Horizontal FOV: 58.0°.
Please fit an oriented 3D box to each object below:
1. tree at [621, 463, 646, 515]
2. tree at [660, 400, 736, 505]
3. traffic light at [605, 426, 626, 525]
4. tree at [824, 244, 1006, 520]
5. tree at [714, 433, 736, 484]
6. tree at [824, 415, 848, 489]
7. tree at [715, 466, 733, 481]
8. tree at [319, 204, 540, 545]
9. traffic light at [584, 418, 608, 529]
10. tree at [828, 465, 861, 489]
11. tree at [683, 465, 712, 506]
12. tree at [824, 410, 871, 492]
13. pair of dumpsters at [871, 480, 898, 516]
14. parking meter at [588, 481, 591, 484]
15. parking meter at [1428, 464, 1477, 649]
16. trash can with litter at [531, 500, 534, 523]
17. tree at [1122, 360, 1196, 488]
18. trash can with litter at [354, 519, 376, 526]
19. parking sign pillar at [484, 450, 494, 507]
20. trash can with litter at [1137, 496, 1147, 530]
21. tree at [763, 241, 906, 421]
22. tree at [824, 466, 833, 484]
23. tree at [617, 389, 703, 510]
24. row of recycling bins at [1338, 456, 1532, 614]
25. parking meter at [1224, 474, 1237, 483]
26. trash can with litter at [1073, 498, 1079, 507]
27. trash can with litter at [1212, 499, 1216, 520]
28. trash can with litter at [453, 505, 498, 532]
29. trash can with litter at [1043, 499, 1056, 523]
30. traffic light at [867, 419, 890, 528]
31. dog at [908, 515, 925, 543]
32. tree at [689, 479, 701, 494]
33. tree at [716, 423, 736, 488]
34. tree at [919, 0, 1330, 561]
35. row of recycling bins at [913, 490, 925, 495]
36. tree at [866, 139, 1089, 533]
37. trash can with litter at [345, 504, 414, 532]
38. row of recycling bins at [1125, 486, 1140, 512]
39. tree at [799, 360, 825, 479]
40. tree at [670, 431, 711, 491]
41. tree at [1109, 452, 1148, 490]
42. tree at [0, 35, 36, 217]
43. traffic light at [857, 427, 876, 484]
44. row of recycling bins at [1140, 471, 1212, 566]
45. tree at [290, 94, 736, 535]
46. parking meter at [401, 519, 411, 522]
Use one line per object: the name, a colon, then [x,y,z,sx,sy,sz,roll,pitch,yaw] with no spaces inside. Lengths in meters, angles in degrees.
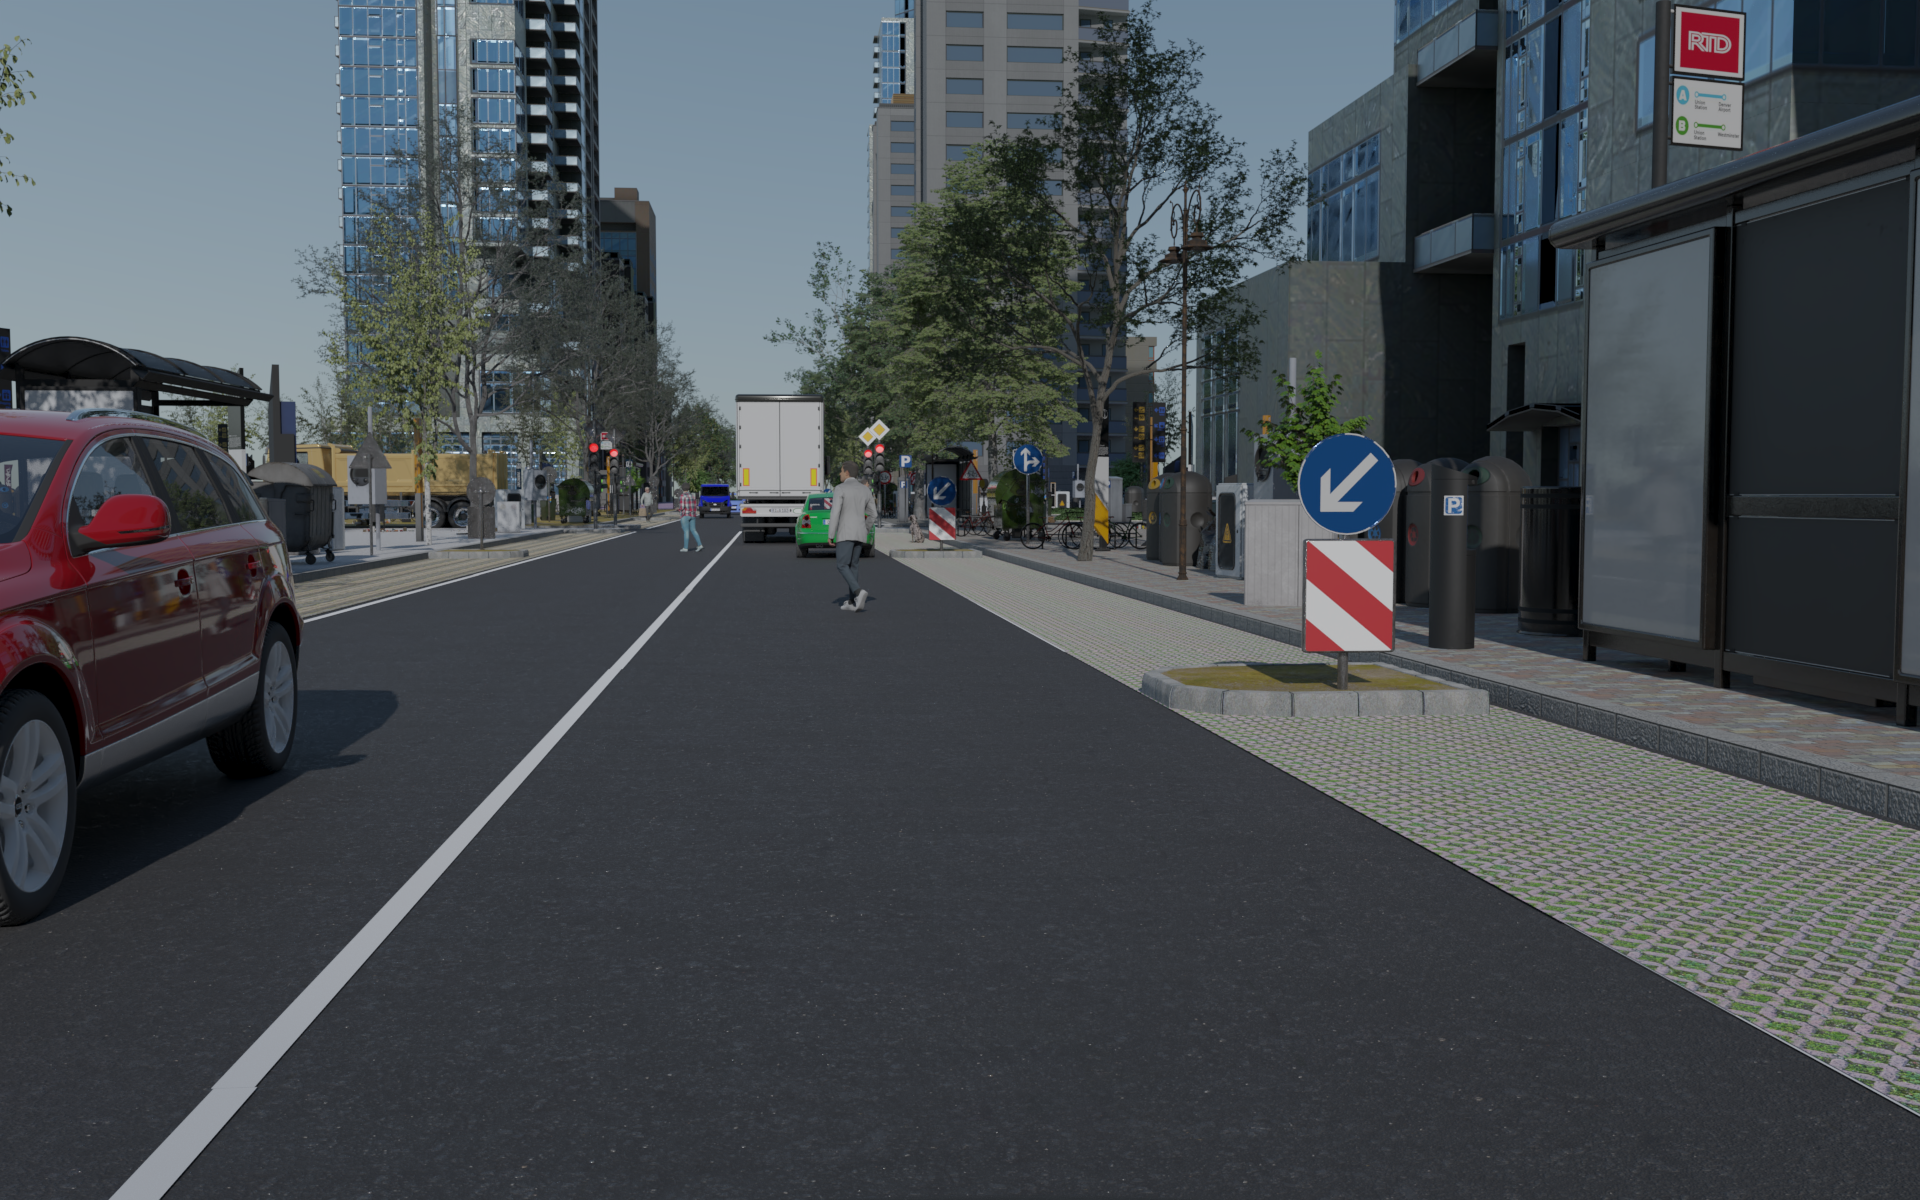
tree: [-20.499,-6.929,107.898,1.663,3.219,1.824,0,3,0]
tree: [-31.627,-17.815,208.289,9.611,12.733,9.660,0,3,0]
traffic light: [-14.297,-5.071,71.835,0.839,4.253,0.868,0,4,-6]
tree: [-2.076,-10.981,86.188,9.857,13.997,8.962,0,3,0]
tree: [-40.700,-22.323,290.727,9.928,11.665,9.643,0,3,0]
tree: [-15.833,-17.147,206.107,9.928,11.665,9.643,0,3,0]
tree: [-37.492,-19.908,259.904,7.601,10.594,8.767,2,4,28]
tree: [-13.573,-5.680,43.238,4.737,8.622,4.395,0,3,0]
traffic light: [-13.449,-4.586,63.895,0.839,4.253,0.868,0,4,-6]
tree: [-11.278,-11.392,169.978,4.285,4.588,4.351,0,3,0]
tree: [-29.325,-12.852,193.840,4.285,4.588,4.351,0,3,0]
tree: [-8.733,-11.638,140.650,4.737,8.622,4.395,0,3,0]
pair of dumpsters: [-4.340,-6.030,101.088,1.574,2.255,4.437,0,4,-6]
parking meter: [-17.019,-4.470,78.803,0.399,1.863,0.255,1,4,13]
parking meter: [4.107,-0.368,14.431,0.372,1.533,0.369,0,3,0]
trash can with litter: [-19.214,-4.006,76.878,0.624,1.170,1.055,-3,4,-37]
tree: [10.949,-8.839,94.880,4.360,8.622,3.978,0,3,0]
trash can with litter: [-24.069,-3.606,70.352,0.624,1.170,1.055,1,4,21]
parking sign pillar: [-29.125,-7.292,107.701,1.447,3.967,1.447,0,4,7]
trash can with litter: [7.337,-3.202,63.404,2.233,1.210,1.678,0,4,0]
tree: [-8.050,-16.828,131.021,12.611,20.169,13.585,0,3,0]
tree: [-24.131,-22.777,290.526,7.486,12.596,7.792,0,3,0]
tree: [-24.733,-12.748,142.849,7.601,10.594,8.767,-1,4,-9]
row of recycling bins: [5.352,-0.800,20.196,1.069,1.692,3.534,-1,4,-21]
parking meter: [7.914,-2.759,50.826,0.399,1.863,0.255,0,4,5]
trash can with litter: [7.470,-6.491,117.183,2.233,1.210,1.678,-1,4,-10]
trash can with litter: [5.357,-1.495,35.831,0.624,1.170,1.055,1,4,11]
trash can with litter: [-16.315,-2.955,59.378,1.678,1.210,2.233,-3,5,-43]
trash can with litter: [3.719,-3.968,76.264,0.624,1.170,1.055,3,5,43]
traffic light: [-3.048,-4.654,65.018,0.839,4.253,0.868,0,4,-6]
dog: [-1.286,-2.056,50.444,0.513,0.831,0.800,0,4,3]
tree: [-28.676,-11.695,185.809,1.663,3.219,1.824,0,3,0]
tree: [-41.240,-24.379,305.258,9.857,13.997,8.962,0,3,0]
tree: [2.641,-6.010,32.677,7.601,10.594,8.767,3,5,42]
row of recycling bins: [-2.356,-8.618,148.010,3.534,1.692,1.069,0,4,-1]
tree: [0.705,-8.436,56.062,7.486,12.596,7.792,0,3,0]
trash can with litter: [-19.406,-2.926,58.899,1.678,1.210,2.233,3,4,37]
row of recycling bins: [8.948,-5.001,88.878,1.069,1.692,3.534,0,4,6]
tree: [-9.847,-15.148,154.317,9.857,13.997,8.962,0,3,0]
tree: [-28.184,-14.046,180.007,4.737,8.622,4.395,0,3,0]
tree: [13.101,-9.190,133.973,4.285,4.588,4.351,0,3,0]
tree: [-11.317,-4.087,17.182,4.737,8.622,4.395,0,3,0]
traffic light: [-3.896,-5.140,72.958,0.839,4.253,0.868,0,4,-6]
row of recycling bins: [4.117,-1.545,32.378,1.069,1.692,3.534,0,4,0]
tree: [-15.433,-8.804,54.314,12.009,13.543,11.850,0,3,0]
parking meter: [-25.121,-4.451,78.483,0.399,1.863,0.255,-3,5,-44]
